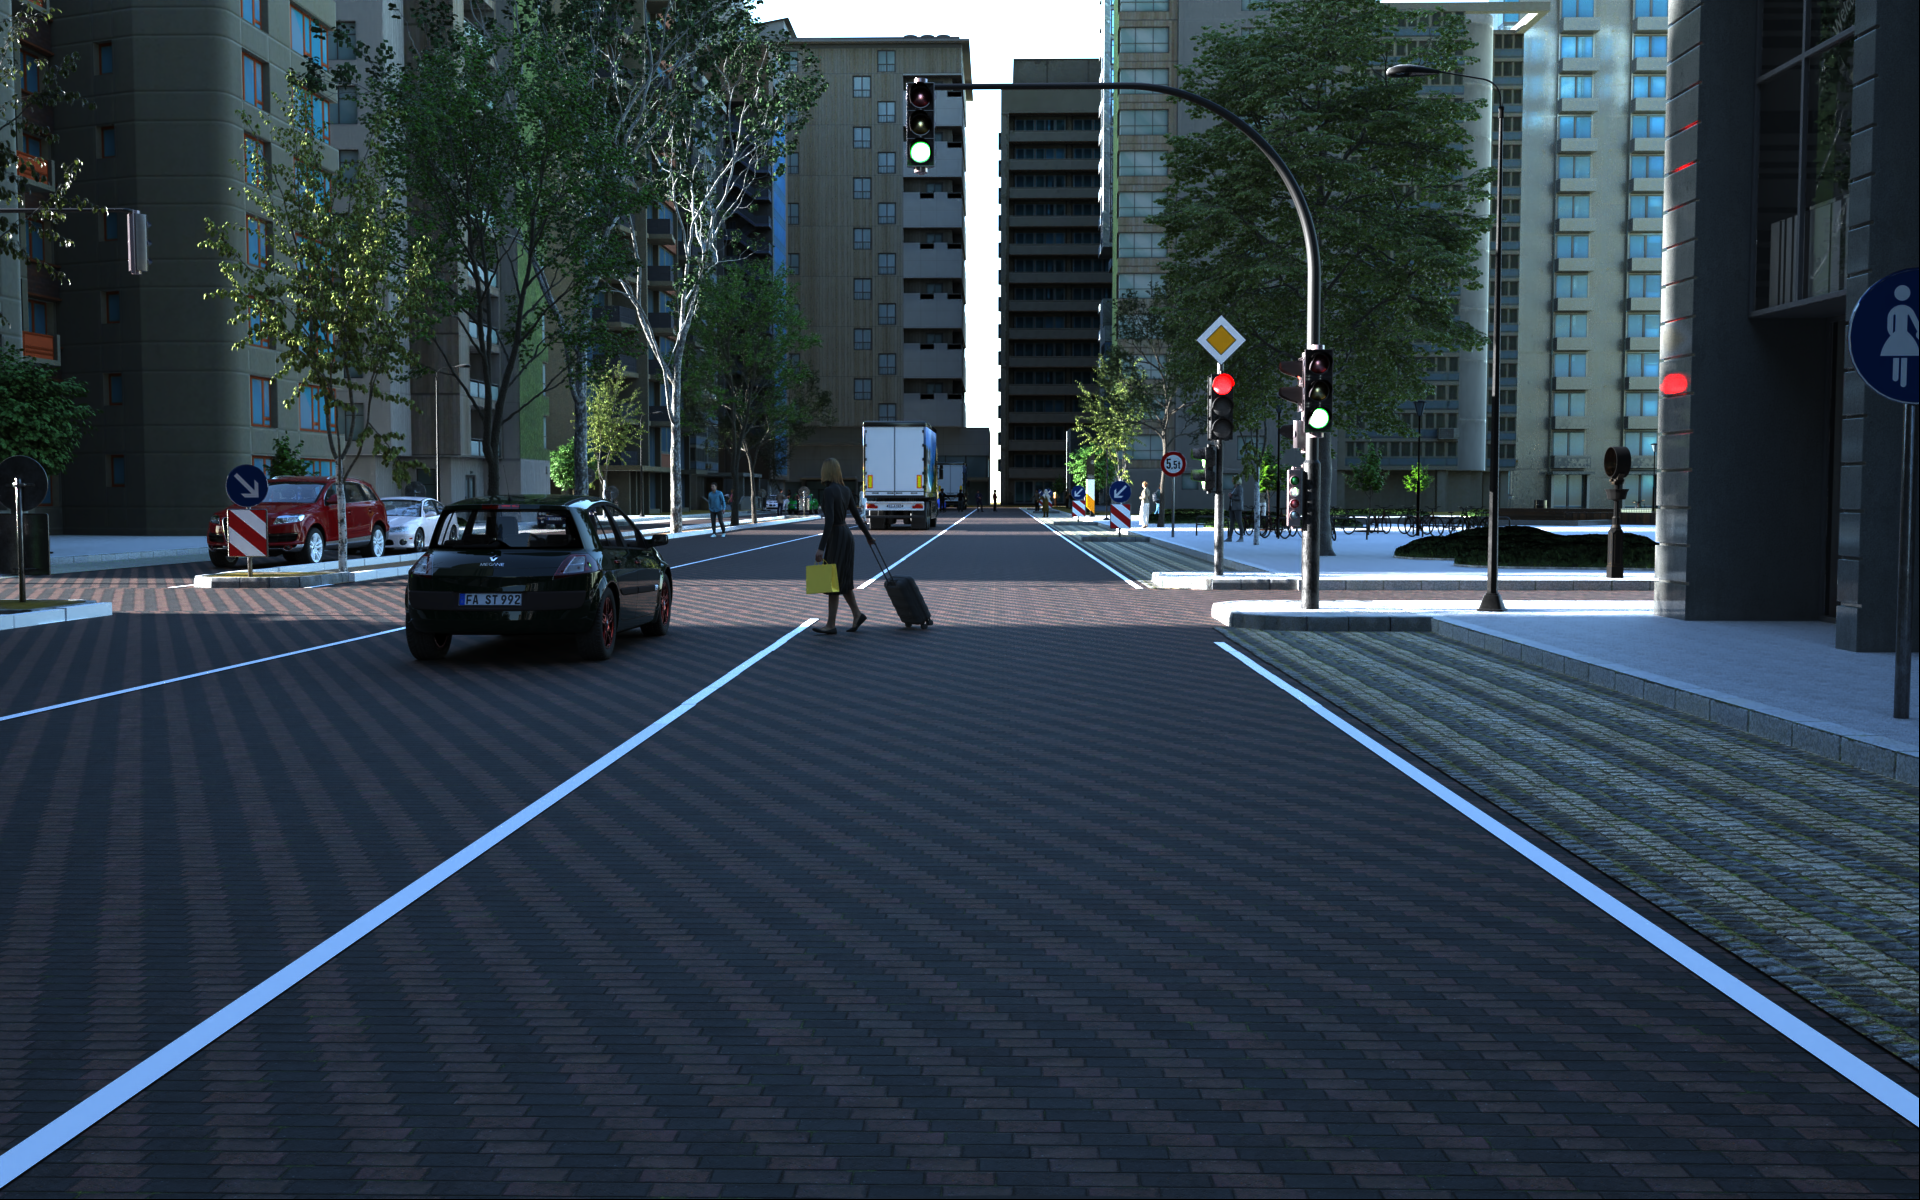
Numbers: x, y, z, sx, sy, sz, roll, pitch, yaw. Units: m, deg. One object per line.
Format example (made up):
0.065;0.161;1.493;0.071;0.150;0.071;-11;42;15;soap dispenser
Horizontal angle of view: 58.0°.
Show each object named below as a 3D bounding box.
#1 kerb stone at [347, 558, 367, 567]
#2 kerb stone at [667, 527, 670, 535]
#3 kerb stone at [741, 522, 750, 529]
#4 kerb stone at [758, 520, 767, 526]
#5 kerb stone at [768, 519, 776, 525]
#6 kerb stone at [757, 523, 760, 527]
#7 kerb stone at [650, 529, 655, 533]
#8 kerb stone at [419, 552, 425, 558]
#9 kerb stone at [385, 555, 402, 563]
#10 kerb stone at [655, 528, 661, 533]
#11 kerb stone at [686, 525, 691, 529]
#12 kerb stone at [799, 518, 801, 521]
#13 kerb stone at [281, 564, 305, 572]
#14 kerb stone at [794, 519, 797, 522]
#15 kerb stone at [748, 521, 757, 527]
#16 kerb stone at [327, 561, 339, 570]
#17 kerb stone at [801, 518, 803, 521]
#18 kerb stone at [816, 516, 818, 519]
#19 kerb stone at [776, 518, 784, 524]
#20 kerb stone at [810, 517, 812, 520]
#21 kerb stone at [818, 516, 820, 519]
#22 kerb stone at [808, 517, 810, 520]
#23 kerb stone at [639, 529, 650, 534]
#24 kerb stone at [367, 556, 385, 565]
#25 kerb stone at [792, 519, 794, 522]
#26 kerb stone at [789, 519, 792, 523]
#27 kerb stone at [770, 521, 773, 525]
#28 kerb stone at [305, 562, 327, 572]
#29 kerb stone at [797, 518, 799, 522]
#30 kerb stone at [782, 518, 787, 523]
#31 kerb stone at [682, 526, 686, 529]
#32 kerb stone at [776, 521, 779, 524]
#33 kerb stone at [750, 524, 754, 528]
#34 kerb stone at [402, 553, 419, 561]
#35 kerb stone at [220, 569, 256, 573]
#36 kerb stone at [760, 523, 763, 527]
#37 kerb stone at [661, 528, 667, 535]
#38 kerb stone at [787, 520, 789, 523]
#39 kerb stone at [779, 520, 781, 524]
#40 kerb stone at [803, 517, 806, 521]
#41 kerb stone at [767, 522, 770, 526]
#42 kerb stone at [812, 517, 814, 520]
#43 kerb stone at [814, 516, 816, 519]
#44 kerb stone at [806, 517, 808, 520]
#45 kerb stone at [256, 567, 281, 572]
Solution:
-11.904;-0.716;33.900;0.120;0.150;1.000;0;4;1;kerb stone
-11.177;-2.657;65.668;0.120;0.150;1.000;0;4;1;kerb stone
-8.940;-3.028;71.813;0.120;0.150;1.000;0;4;1;kerb stone
-8.825;-3.348;76.940;0.120;0.150;1.000;0;4;1;kerb stone
-8.759;-3.535;80.006;0.120;0.150;1.000;0;4;1;kerb stone
-8.871;-3.223;74.892;0.120;0.150;1.000;0;4;1;kerb stone
-11.258;-2.468;62.600;0.120;0.150;1.000;0;4;1;kerb stone
-11.808;-0.967;37.998;0.120;0.150;1.000;0;4;1;kerb stone
-11.858;-0.834;35.944;0.120;0.150;1.000;0;4;1;kerb stone
-11.230;-2.534;63.621;0.120;0.150;1.000;0;4;1;kerb stone
-11.083;-2.909;69.762;0.120;0.150;1.000;0;4;1;kerb stone
-8.521;-4.162;90.257;0.120;0.150;1.000;0;4;1;kerb stone
-11.966;-0.528;30.833;0.120;0.150;1.000;0;4;1;kerb stone
-8.573;-4.035;88.206;0.120;0.150;1.000;0;4;1;kerb stone
-8.899;-3.158;73.870;0.120;0.150;1.000;0;4;1;kerb stone
-11.932;-0.653;32.878;0.120;0.150;1.000;0;4;1;kerb stone
-8.505;-4.226;91.284;0.120;0.150;1.000;0;4;1;kerb stone
-8.347;-4.665;98.466;0.120;0.150;1.000;0;4;1;kerb stone
-8.688;-3.722;83.084;0.120;0.150;1.000;0;4;1;kerb stone
-8.406;-4.476;95.397;0.120;0.150;1.000;0;4;1;kerb stone
-8.309;-4.726;99.495;0.120;0.150;1.000;0;4;1;kerb stone
-8.435;-4.413;94.366;0.120;0.150;1.000;0;4;1;kerb stone
-11.273;-2.408;61.572;0.120;0.150;1.000;0;4;1;kerb stone
-11.875;-0.778;34.922;0.120;0.150;1.000;0;4;1;kerb stone
-8.592;-3.975;87.184;0.120;0.150;1.000;0;4;1;kerb stone
-8.611;-3.907;86.161;0.120;0.150;1.000;0;4;1;kerb stone
-8.782;-3.473;78.984;0.120;0.150;1.000;0;4;1;kerb stone
-11.952;-0.589;31.855;0.120;0.150;1.000;0;4;1;kerb stone
-8.553;-4.100;89.228;0.120;0.150;1.000;0;4;1;kerb stone
-8.660;-3.787;84.116;0.120;0.150;1.000;0;4;1;kerb stone
-11.108;-2.846;68.734;0.120;0.150;1.000;0;4;1;kerb stone
-8.729;-3.599;81.034;0.120;0.150;1.000;0;4;1;kerb stone
-8.920;-3.097;72.835;0.120;0.150;1.000;0;4;1;kerb stone
-11.829;-0.897;36.975;0.120;0.150;1.000;0;4;1;kerb stone
-12.024;-0.403;28.785;0.120;0.150;1.000;0;4;1;kerb stone
-8.853;-3.286;75.918;0.120;0.150;1.000;0;4;1;kerb stone
-11.197;-2.596;64.646;0.120;0.150;1.000;0;4;1;kerb stone
-8.639;-3.850;85.138;0.120;0.150;1.000;0;4;1;kerb stone
-8.712;-3.658;82.058;0.120;0.150;1.000;0;4;1;kerb stone
-8.479;-4.288;92.306;0.120;0.150;1.000;0;4;1;kerb stone
-8.797;-3.410;77.962;0.120;0.150;1.000;0;4;1;kerb stone
-8.382;-4.540;96.419;0.120;0.150;1.000;0;4;1;kerb stone
-8.359;-4.602;97.441;0.120;0.150;1.000;0;4;1;kerb stone
-8.455;-4.351;93.340;0.120;0.150;1.000;0;4;1;kerb stone
-11.999;-0.459;29.812;0.120;0.150;1.000;0;4;1;kerb stone
